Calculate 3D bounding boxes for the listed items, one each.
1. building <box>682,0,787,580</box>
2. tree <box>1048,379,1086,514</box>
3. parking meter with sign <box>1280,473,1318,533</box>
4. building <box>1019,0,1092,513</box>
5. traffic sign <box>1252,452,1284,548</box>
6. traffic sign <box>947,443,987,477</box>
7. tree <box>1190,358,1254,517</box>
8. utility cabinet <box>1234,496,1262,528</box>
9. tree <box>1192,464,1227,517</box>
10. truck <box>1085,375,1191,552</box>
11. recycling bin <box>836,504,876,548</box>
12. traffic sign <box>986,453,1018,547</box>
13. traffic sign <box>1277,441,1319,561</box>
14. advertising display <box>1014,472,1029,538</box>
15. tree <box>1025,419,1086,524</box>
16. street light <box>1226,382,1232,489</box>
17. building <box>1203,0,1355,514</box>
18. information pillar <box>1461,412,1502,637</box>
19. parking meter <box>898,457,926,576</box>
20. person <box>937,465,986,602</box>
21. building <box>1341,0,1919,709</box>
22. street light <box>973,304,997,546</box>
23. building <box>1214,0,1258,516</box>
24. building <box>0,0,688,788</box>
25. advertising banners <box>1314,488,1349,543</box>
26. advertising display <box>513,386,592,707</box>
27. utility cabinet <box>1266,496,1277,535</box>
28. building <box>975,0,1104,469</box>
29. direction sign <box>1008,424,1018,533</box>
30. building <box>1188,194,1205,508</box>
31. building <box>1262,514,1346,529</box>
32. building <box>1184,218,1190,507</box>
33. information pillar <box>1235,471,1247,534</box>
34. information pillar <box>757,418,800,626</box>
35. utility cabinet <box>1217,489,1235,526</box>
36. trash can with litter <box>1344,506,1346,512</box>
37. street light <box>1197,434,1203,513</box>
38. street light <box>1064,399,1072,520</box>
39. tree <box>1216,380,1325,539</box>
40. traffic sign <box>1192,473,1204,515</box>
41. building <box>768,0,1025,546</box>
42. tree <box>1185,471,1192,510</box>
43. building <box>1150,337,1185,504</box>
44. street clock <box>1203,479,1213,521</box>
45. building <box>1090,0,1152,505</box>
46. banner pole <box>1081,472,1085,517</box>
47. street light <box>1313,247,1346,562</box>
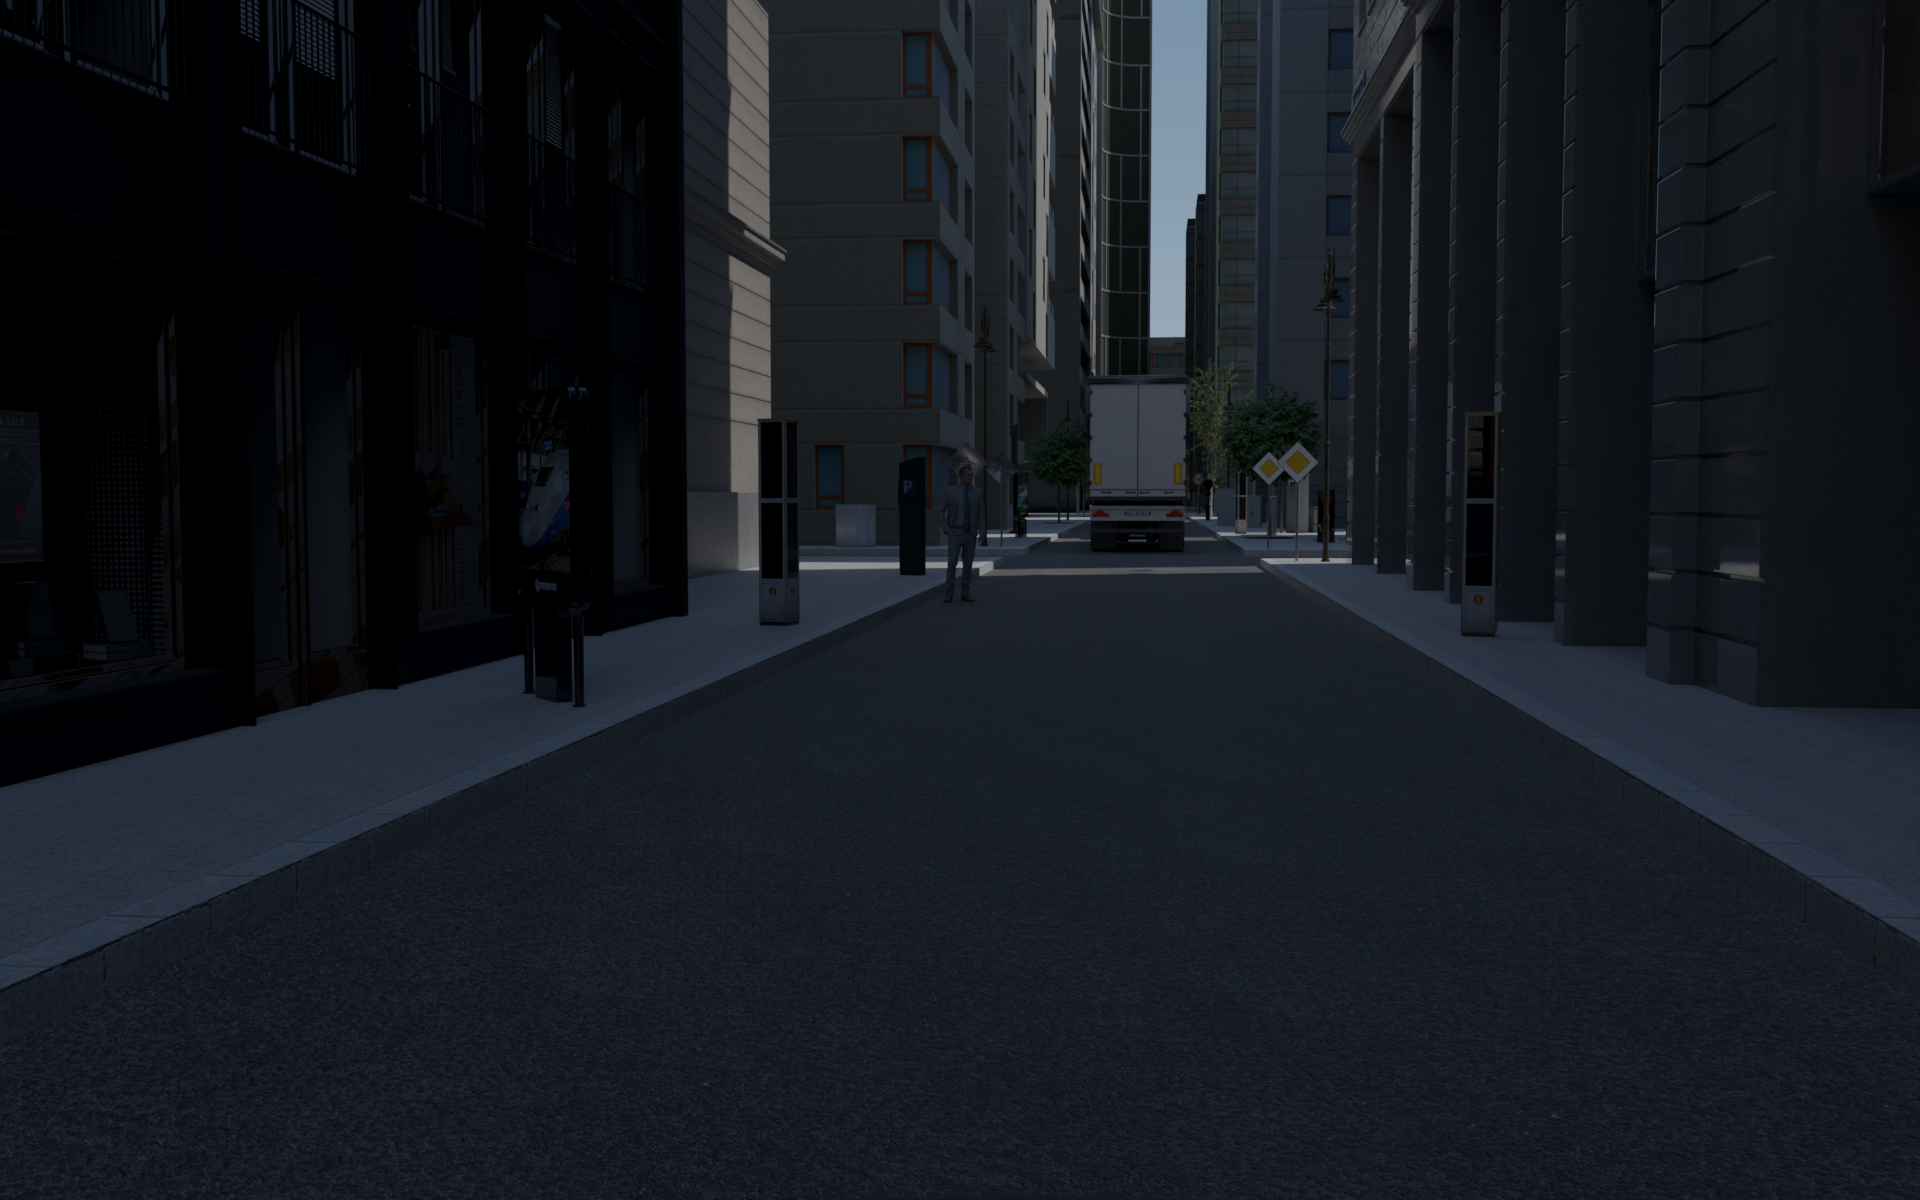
[{"bbox_3d":[-15.116,-14.621,26.445,23.554,28.519,14.401,0,4,6],"label":"building"},{"bbox_3d":[7.286,-9.785,110.350,4.360,8.622,3.978,0,3,0],"label":"tree"},{"bbox_3d":[11.111,-3.704,56.825,1.738,3.016,0.543,-3,4,-38],"label":"parking meter with sign"},{"bbox_3d":[-1.343,-30.835,127.859,21.300,48.544,21.600,0,4,6],"label":"building"},{"bbox_3d":[7.309,-2.286,41.020,0.795,2.450,0.064,0,4,6],"label":"traffic sign"},{"bbox_3d":[0.134,-1.844,33.792,0.795,2.450,0.064,0,4,6],"label":"traffic sign"},{"bbox_3d":[13.985,-8.829,94.718,4.737,8.622,4.395,0,3,0],"label":"tree"},{"bbox_3d":[11.005,-3.361,66.117,1.020,1.237,0.306,1,4,22],"label":"utility cabinet"},{"bbox_3d":[14.334,-6.365,98.672,1.663,3.219,1.824,0,3,0],"label":"tree"},{"bbox_3d":[4.783,-3.519,46.445,2.839,4.237,11.283,0,4,6],"label":"truck"},{"bbox_3d":[-2.525,-1.797,41.931,0.722,1.027,0.722,2,4,34],"label":"recycling bin"},{"bbox_3d":[1.005,-2.329,41.729,0.795,2.450,0.064,0,4,6],"label":"traffic sign"},{"bbox_3d":[6.438,-1.801,33.082,0.795,2.450,0.064,0,4,6],"label":"traffic sign"},{"bbox_3d":[1.791,-2.787,50.782,0.123,1.923,0.974,1,4,21],"label":"advertising display"},{"bbox_3d":[4.433,-5.643,75.979,4.285,4.588,4.351,0,3,0],"label":"tree"},{"bbox_3d":[11.141,-6.058,71.832,0.468,5.910,1.993,0,4,6],"label":"street light"},{"bbox_3d":[31.260,-36.929,145.780,21.231,58.520,28.212,0,4,6],"label":"building"},{"bbox_3d":[4.704,-0.681,15.634,0.304,2.012,0.304,1,4,21],"label":"information pillar"},{"bbox_3d":[-0.760,-1.325,27.381,0.399,1.863,0.255,2,4,34],"label":"parking meter"},{"bbox_3d":[0.028,-0.885,23.070,0.635,1.810,0.391,-1,4,-22],"label":"person"},{"bbox_3d":[10.928,-14.593,16.093,11.434,29.767,29.804,0,4,6],"label":"building"},{"bbox_3d":[0.614,-4.256,42.366,0.468,5.910,1.993,0,4,6],"label":"street light"},{"bbox_3d":[22.937,-25.919,107.369,14.154,41.232,14.086,0,4,6],"label":"building"},{"bbox_3d":[-9.845,-11.055,10.422,12.332,23.373,15.834,0,4,6],"label":"building"},{"bbox_3d":[10.296,-2.996,45.170,2.074,3.025,0.090,1,4,19],"label":"advertising banners"},{"bbox_3d":[-2.534,-0.338,10.748,0.123,1.923,0.974,-2,4,-34],"label":"advertising display"},{"bbox_3d":[9.834,-2.662,54.687,0.306,1.237,1.020,0,4,8],"label":"utility cabinet"},{"bbox_3d":[0.560,-36.014,178.061,27.495,52.752,28.713,0,4,6],"label":"building"},{"bbox_3d":[1.767,-3.946,56.517,0.379,3.537,0.876,-1,4,-11],"label":"direction sign"},{"bbox_3d":[29.756,-24.241,168.047,14.160,30.474,14.107,0,4,6],"label":"building"},{"bbox_3d":[23.661,-32.626,75.441,21.231,58.520,28.212,0,4,6],"label":"building"},{"bbox_3d":[30.713,-25.122,182.445,14.160,30.474,14.107,0,4,6],"label":"building"},{"bbox_3d":[9.039,-3.132,55.698,0.304,2.012,0.304,-1,4,-9],"label":"information pillar"},{"bbox_3d":[-1.771,-0.762,16.943,0.304,2.012,0.304,1,4,21],"label":"information pillar"},{"bbox_3d":[10.822,-3.708,69.312,0.318,1.500,1.173,-3,4,-36],"label":"utility cabinet"},{"bbox_3d":[10.778,-2.179,47.019,0.624,1.170,1.055,1,4,18],"label":"trash can with litter"},{"bbox_3d":[15.901,-8.681,114.726,0.468,5.910,1.993,0,4,6],"label":"street light"},{"bbox_3d":[5.282,-6.843,84.666,0.468,5.910,1.993,0,4,6],"label":"street light"},{"bbox_3d":[9.031,-4.065,50.180,4.285,4.588,4.351,0,3,0],"label":"tree"},{"bbox_3d":[14.276,-6.334,103.671,0.768,2.556,0.104,1,4,15],"label":"traffic sign"},{"bbox_3d":[-12.665,-13.015,57.834,27.650,21.520,28.899,0,4,6],"label":"building"},{"bbox_3d":[17.972,-8.153,127.900,1.663,3.219,1.824,0,3,0],"label":"tree"},{"bbox_3d":[37.849,-22.498,212.882,28.899,21.520,27.650,0,4,6],"label":"building"},{"bbox_3d":[12.024,-4.857,83.984,0.471,2.002,0.358,0,4,-5],"label":"street clock"},{"bbox_3d":[12.771,-47.187,209.760,20.611,71.187,20.563,0,4,6],"label":"building"},{"bbox_3d":[6.818,-6.495,96.213,0.401,3.779,0.863,-1,4,-12],"label":"banner pole"},{"bbox_3d":[6.923,-3.660,32.627,0.468,5.910,1.993,0,4,6],"label":"street light"}]
